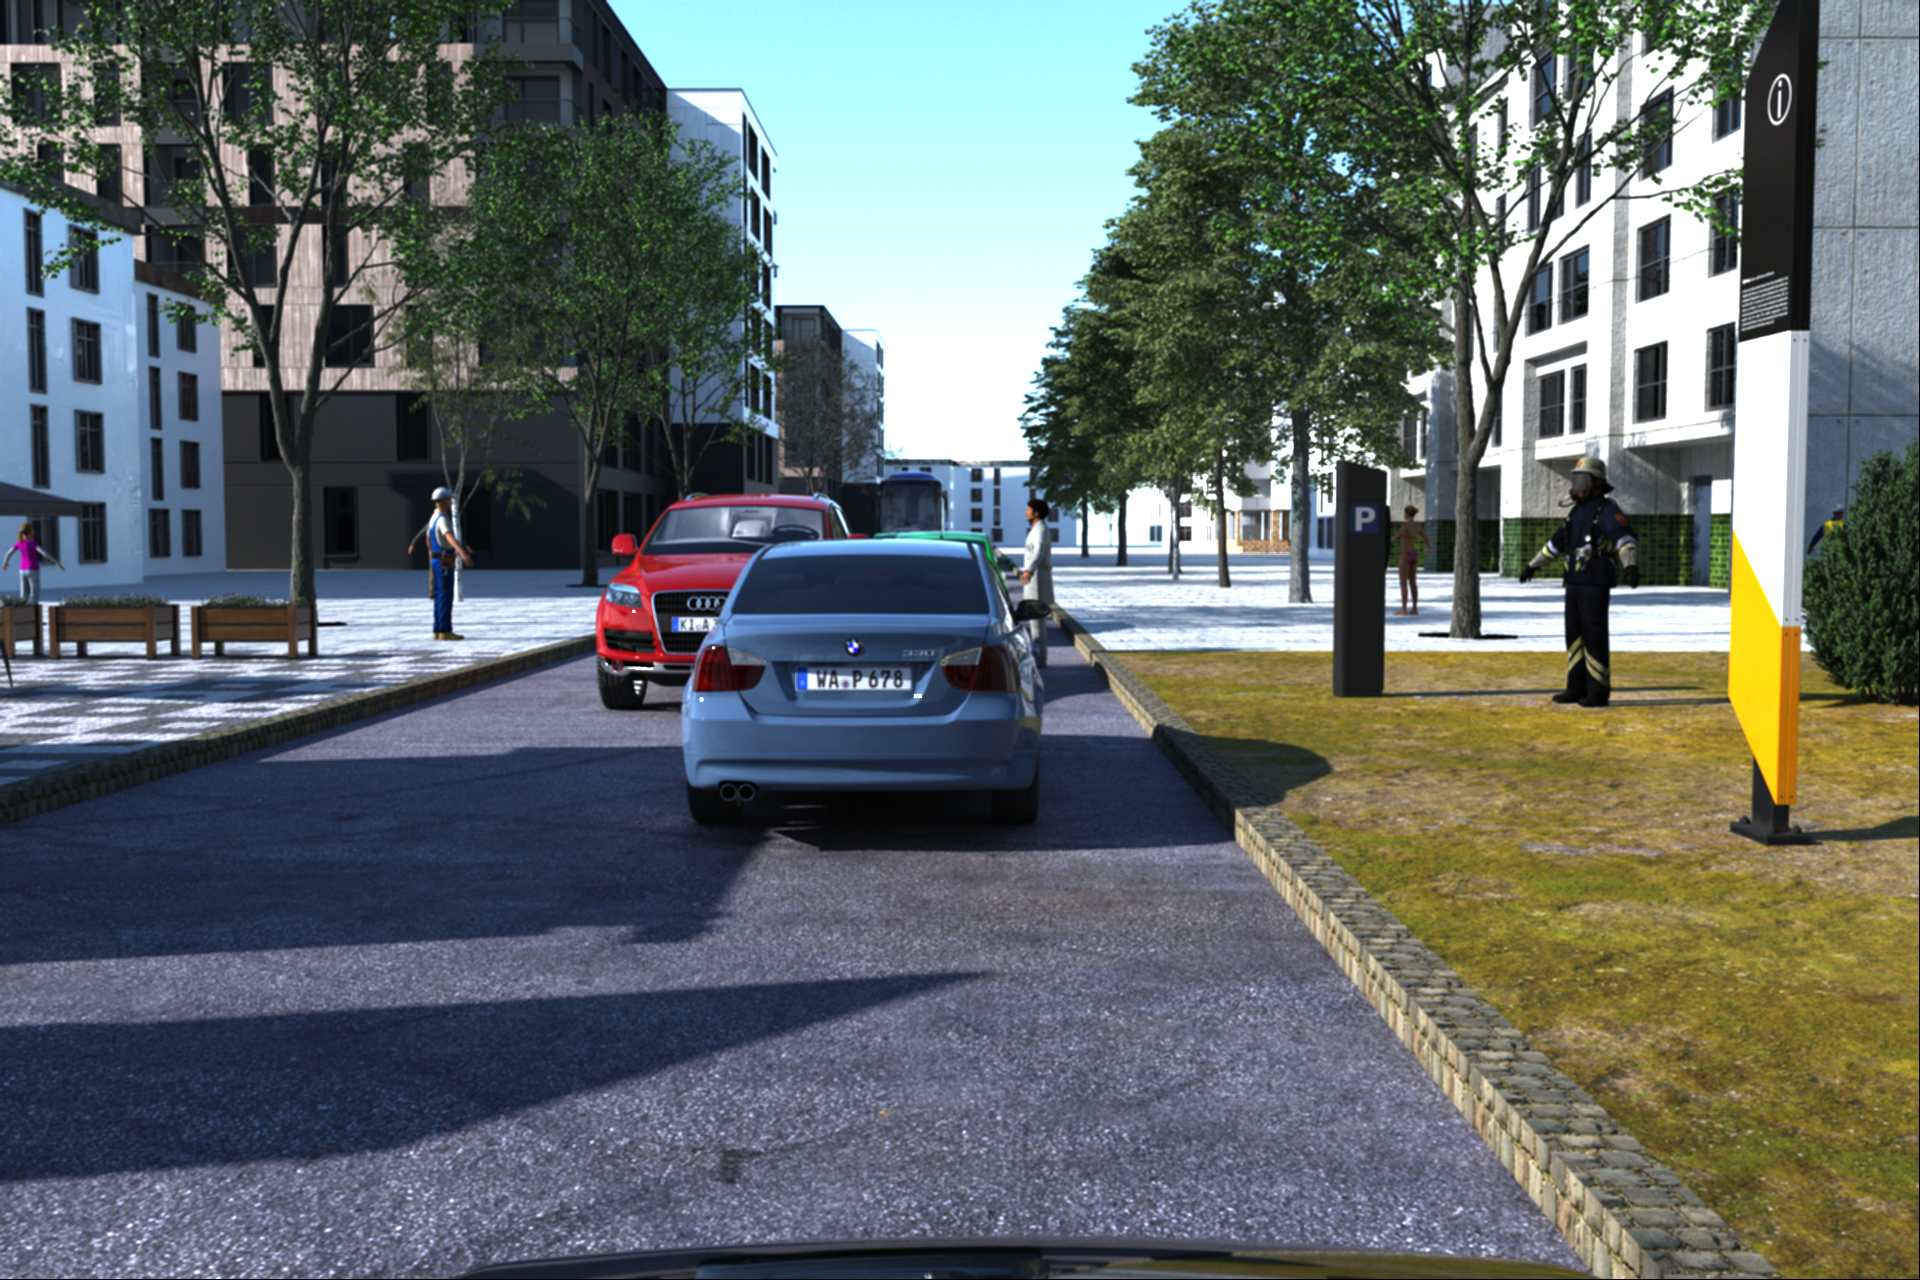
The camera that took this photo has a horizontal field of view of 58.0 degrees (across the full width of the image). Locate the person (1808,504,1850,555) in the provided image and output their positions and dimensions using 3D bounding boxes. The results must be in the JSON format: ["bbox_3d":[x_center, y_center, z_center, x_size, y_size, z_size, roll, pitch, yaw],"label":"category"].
[{"bbox_3d":[15.998,-1.565,31.549,0.705,1.833,1.349,-2,4,-27],"label":"person"}]

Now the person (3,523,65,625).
[{"bbox_3d":[-13.084,-0.928,24.435,0.991,1.433,0.599,1,4,13],"label":"person"}]

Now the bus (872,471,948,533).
[{"bbox_3d":[-1.851,-4.900,71.663,2.896,3.916,12.251,0,4,0],"label":"bus"}]

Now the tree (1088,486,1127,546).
[{"bbox_3d":[16.940,-14.757,191.646,4.360,8.622,3.978,0,3,0],"label":"tree"}]

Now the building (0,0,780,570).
[{"bbox_3d":[-23.953,-14.300,77.781,27.936,21.610,32.646,0,4,1],"label":"building"}]

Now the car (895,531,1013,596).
[{"bbox_3d":[-0.230,-0.933,24.054,1.959,1.807,4.718,0,4,1],"label":"car"}]

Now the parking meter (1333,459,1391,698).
[{"bbox_3d":[3.168,-0.486,13.654,0.399,1.863,0.255,0,3,0],"label":"parking meter"}]

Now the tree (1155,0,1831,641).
[{"bbox_3d":[6.427,-5.832,21.112,9.928,11.665,9.643,0,3,0],"label":"tree"}]

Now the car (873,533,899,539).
[{"bbox_3d":[-1.540,-2.128,43.589,1.959,1.807,4.718,0,4,1],"label":"car"}]

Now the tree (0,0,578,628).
[{"bbox_3d":[-9.153,-5.984,23.602,9.928,11.665,9.643,0,3,0],"label":"tree"}]

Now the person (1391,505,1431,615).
[{"bbox_3d":[7.057,-1.264,27.468,1.217,1.733,0.721,-2,4,-34],"label":"person"}]

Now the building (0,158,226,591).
[{"bbox_3d":[-25.897,-6.311,45.339,9.099,9.664,28.070,0,3,0],"label":"building"}]

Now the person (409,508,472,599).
[{"bbox_3d":[-10.270,-1.704,34.139,0.705,1.796,1.348,3,5,44],"label":"person"}]

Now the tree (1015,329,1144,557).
[{"bbox_3d":[6.754,-10.774,94.280,7.486,12.596,7.792,0,3,0],"label":"tree"}]

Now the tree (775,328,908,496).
[{"bbox_3d":[-8.719,-11.831,103.812,12.009,13.543,11.850,0,3,0],"label":"tree"}]

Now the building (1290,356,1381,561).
[{"bbox_3d":[22.364,-8.500,81.118,9.099,9.664,28.070,0,4,1],"label":"building"}]

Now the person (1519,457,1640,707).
[{"bbox_3d":[4.685,-0.441,12.982,0.705,1.856,1.354,-1,4,-16],"label":"person"}]

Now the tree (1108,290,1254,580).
[{"bbox_3d":[6.031,-5.967,47.923,4.737,8.622,4.395,0,3,0],"label":"tree"}]

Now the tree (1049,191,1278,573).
[{"bbox_3d":[6.622,-8.456,56.375,7.486,12.596,7.792,0,3,0],"label":"tree"}]

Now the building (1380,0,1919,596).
[{"bbox_3d":[24.487,-11.276,50.826,16.747,18.905,31.486,0,4,0],"label":"building"}]

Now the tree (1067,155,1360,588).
[{"bbox_3d":[6.027,-6.541,41.365,7.601,10.594,8.767,0,4,5],"label":"tree"}]

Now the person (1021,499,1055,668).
[{"bbox_3d":[0.806,-0.614,18.679,0.705,1.806,1.347,0,4,4],"label":"person"}]

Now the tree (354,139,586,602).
[{"bbox_3d":[-9.630,-5.043,32.819,4.360,8.622,3.978,0,3,0],"label":"tree"}]

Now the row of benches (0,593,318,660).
[{"bbox_3d":[-8.823,-0.150,17.923,4.104,0.672,1.422,0,4,0],"label":"row of benches"}]

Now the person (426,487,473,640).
[{"bbox_3d":[-6.235,-0.926,21.004,0.705,1.847,1.347,-2,4,-34],"label":"person"}]

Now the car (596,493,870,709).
[{"bbox_3d":[-1.899,-0.439,15.858,2.281,1.827,5.304,0,4,1],"label":"car"}]

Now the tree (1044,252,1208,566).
[{"bbox_3d":[6.939,-9.277,69.813,7.486,12.596,7.792,0,3,0],"label":"tree"}]

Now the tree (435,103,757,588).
[{"bbox_3d":[-8.801,-7.093,41.731,9.928,11.665,9.643,0,3,0],"label":"tree"}]

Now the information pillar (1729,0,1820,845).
[{"bbox_3d":[3.412,-0.974,7.272,0.183,3.616,0.504,0,3,0],"label":"information pillar"}]

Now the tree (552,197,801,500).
[{"bbox_3d":[-8.500,-7.782,52.986,9.928,11.665,9.643,0,3,0],"label":"tree"}]

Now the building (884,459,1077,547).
[{"bbox_3d":[-0.784,-15.279,194.423,28.070,9.664,9.099,0,4,4],"label":"building"}]

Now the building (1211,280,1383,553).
[{"bbox_3d":[24.140,-16.720,129.792,16.016,20.090,11.380,0,4,1],"label":"building"}]

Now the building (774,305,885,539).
[{"bbox_3d":[-22.326,-20.007,171.087,27.936,21.610,32.646,0,4,1],"label":"building"}]

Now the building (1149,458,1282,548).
[{"bbox_3d":[23.581,-13.490,162.712,9.099,9.664,28.070,0,4,0],"label":"building"}]

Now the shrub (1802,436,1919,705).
[{"bbox_3d":[7.192,-0.535,13.173,1.690,2.028,1.600,0,3,0],"label":"shrub"}]

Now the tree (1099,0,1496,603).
[{"bbox_3d":[6.009,-6.942,31.625,7.486,12.596,7.792,0,3,0],"label":"tree"}]

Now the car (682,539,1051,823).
[{"bbox_3d":[-0.465,0.131,9.868,2.014,1.417,4.499,0,4,0],"label":"car"}]
